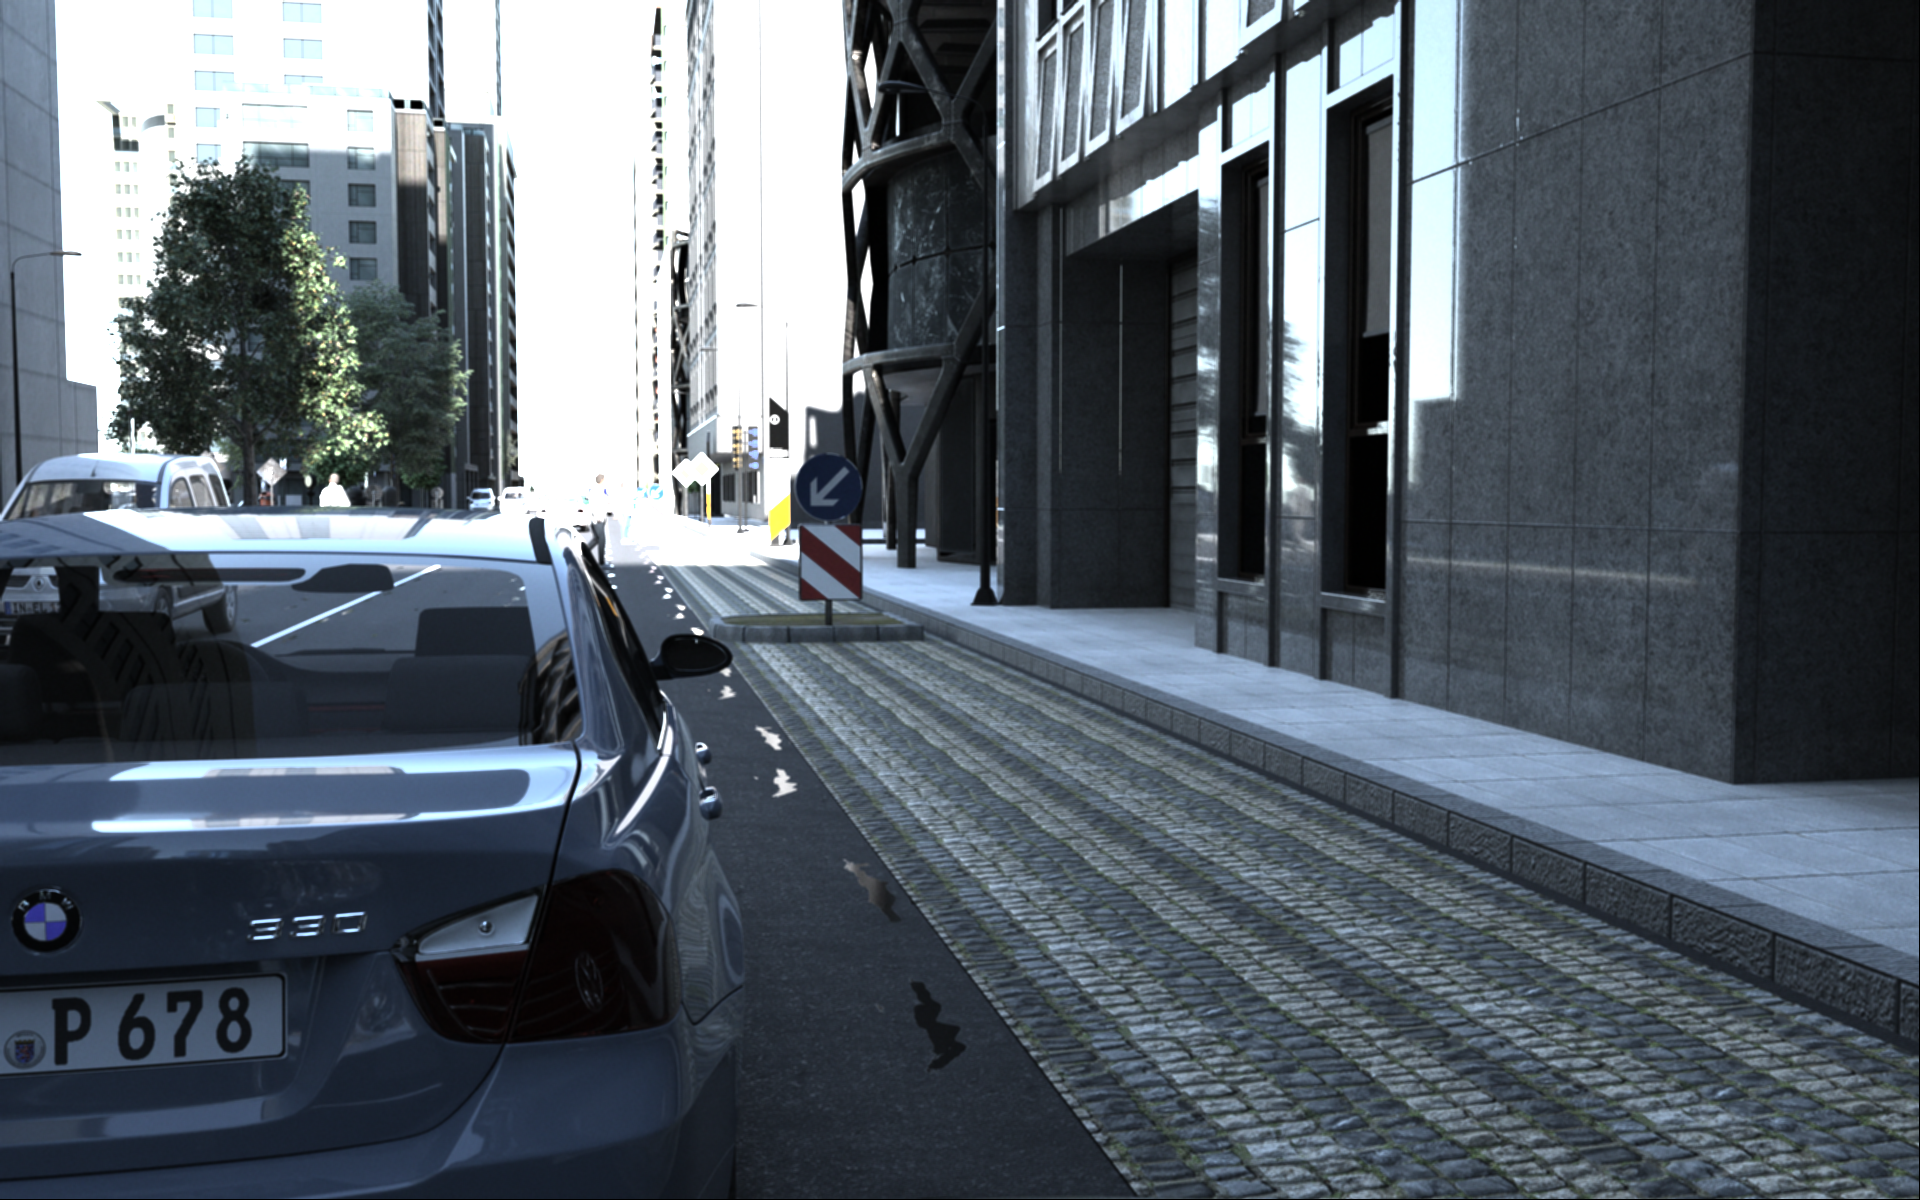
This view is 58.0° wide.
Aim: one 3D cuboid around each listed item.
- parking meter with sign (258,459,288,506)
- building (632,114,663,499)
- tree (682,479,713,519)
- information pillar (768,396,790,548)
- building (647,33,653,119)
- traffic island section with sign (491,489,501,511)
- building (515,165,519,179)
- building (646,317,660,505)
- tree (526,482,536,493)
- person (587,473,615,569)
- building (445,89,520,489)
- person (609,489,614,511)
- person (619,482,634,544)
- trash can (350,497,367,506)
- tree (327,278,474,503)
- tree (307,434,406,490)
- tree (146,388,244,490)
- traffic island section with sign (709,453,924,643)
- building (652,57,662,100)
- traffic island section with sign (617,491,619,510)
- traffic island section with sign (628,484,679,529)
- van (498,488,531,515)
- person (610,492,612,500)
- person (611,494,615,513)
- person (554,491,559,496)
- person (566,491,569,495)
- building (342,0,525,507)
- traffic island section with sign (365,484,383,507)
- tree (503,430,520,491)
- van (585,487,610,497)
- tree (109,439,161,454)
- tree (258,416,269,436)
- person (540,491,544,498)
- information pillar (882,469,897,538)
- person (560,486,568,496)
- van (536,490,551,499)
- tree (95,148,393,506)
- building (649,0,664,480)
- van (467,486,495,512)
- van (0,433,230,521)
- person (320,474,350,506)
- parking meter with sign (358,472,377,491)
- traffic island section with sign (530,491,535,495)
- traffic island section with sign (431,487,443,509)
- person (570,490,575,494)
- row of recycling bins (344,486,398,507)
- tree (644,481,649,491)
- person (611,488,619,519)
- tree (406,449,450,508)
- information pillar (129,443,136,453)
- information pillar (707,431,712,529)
[{"bbox_3d":[-33.512,-5.366,83.997,0.543,3.016,1.738,3,4,38],"label":"parking meter with sign"},{"bbox_3d":[-30.254,-36.427,219.286,21.300,48.544,21.600,-1,4,-12],"label":"building"},{"bbox_3d":[-13.590,-5.767,88.889,1.663,3.219,1.824,0,3,0],"label":"tree"},{"bbox_3d":[-4.340,-3.065,41.467,0.504,3.616,0.183,0,4,-1],"label":"information pillar"},{"bbox_3d":[-40.135,-50.896,270.400,20.563,71.187,20.611,-1,4,-12],"label":"building"},{"bbox_3d":[-38.784,-8.278,143.981,1.989,1.847,2.006,-1,4,-12],"label":"traffic island section with sign"},{"bbox_3d":[-79.642,-40.648,253.836,28.713,52.752,27.495,-1,4,-12],"label":"building"},{"bbox_3d":[-19.213,-20.849,185.919,27.650,21.520,28.899,-1,4,-12],"label":"building"},{"bbox_3d":[-68.628,-17.279,277.109,1.663,3.219,1.824,0,3,0],"label":"tree"},{"bbox_3d":[-7.045,-1.525,33.286,0.795,1.843,0.661,-1,4,-9],"label":"person"},{"bbox_3d":[-65.288,-35.879,210.316,21.300,48.544,21.600,-1,4,-12],"label":"building"},{"bbox_3d":[-28.721,-8.226,142.981,0.705,1.826,1.348,-2,4,-28],"label":"person"},{"bbox_3d":[-9.652,-2.521,49.978,0.793,1.790,0.793,-1,4,-16],"label":"person"},{"bbox_3d":[-26.944,-4.039,77.690,0.748,1.137,0.748,0,3,0],"label":"trash can"},{"bbox_3d":[-33.229,-11.931,101.724,9.857,13.997,8.962,0,3,0],"label":"tree"},{"bbox_3d":[-28.923,-5.924,80.569,4.285,4.588,4.351,0,3,0],"label":"tree"},{"bbox_3d":[-41.370,-8.663,91.997,4.737,8.622,4.395,0,3,0],"label":"tree"},{"bbox_3d":[-1.524,-0.545,17.531,1.989,1.847,2.006,-1,4,-12],"label":"traffic island section with sign"},{"bbox_3d":[-34.158,-57.015,244.863,22.319,86.520,31.000,-1,4,-12],"label":"building"},{"bbox_3d":[-28.344,-8.504,147.666,1.989,1.847,2.006,-1,4,-12],"label":"traffic island section with sign"},{"bbox_3d":[-12.779,-3.889,72.215,1.989,1.847,2.006,-1,4,-12],"label":"traffic island section with sign"},{"bbox_3d":[-28.578,-6.374,111.222,2.013,2.044,4.112,-1,4,-12],"label":"van"},{"bbox_3d":[-35.681,-10.303,177.629,0.621,1.740,0.551,1,4,13],"label":"person"},{"bbox_3d":[-26.360,-7.367,132.166,0.599,1.433,0.991,1,4,14],"label":"person"},{"bbox_3d":[-48.272,-12.123,207.258,0.990,1.755,0.434,1,4,21],"label":"person"},{"bbox_3d":[-36.102,-9.116,158.351,0.742,1.727,0.445,0,4,2],"label":"person"},{"bbox_3d":[-69.213,-48.480,230.904,20.563,71.187,20.611,-1,4,-12],"label":"building"},{"bbox_3d":[-23.339,-3.695,69.046,1.989,1.847,2.006,-1,4,-12],"label":"traffic island section with sign"},{"bbox_3d":[-51.913,-15.040,196.258,4.360,8.622,3.978,0,3,0],"label":"tree"},{"bbox_3d":[-33.086,-9.401,158.083,2.240,2.365,5.245,-1,4,-12],"label":"van"},{"bbox_3d":[-48.869,-7.273,102.623,4.285,4.588,4.351,0,3,0],"label":"tree"},{"bbox_3d":[-48.314,-10.159,116.468,4.737,8.622,4.395,0,3,0],"label":"tree"},{"bbox_3d":[-38.244,-9.098,157.971,0.721,1.743,1.217,-3,5,-42],"label":"person"},{"bbox_3d":[-2.048,-2.807,50.385,0.304,2.012,0.304,2,4,28],"label":"information pillar"},{"bbox_3d":[-17.643,-4.214,77.505,0.767,1.812,0.694,-2,4,-24],"label":"person"},{"bbox_3d":[-45.210,-11.055,187.765,2.013,2.044,4.112,-1,4,-11],"label":"van"},{"bbox_3d":[-23.931,-8.611,57.802,9.611,12.733,9.660,0,3,0],"label":"tree"},{"bbox_3d":[-16.480,-30.686,156.338,22.147,44.769,28.867,-1,4,-12],"label":"building"},{"bbox_3d":[-34.997,-7.321,126.712,2.013,2.044,4.112,-1,4,-12],"label":"van"},{"bbox_3d":[-8.190,-0.590,16.654,2.013,2.044,4.112,-1,4,-10],"label":"van"},{"bbox_3d":[-12.140,-1.535,33.694,0.679,1.850,0.850,1,4,17],"label":"person"},{"bbox_3d":[-40.018,-7.330,116.099,1.738,3.016,0.543,-2,4,-28],"label":"parking meter with sign"},{"bbox_3d":[-55.606,-13.273,225.640,1.989,1.847,2.006,-1,4,-12],"label":"traffic island section with sign"},{"bbox_3d":[-28.792,-5.315,95.534,1.989,1.847,2.006,-1,4,-12],"label":"traffic island section with sign"},{"bbox_3d":[-34.653,-8.959,154.997,1.348,1.821,0.705,0,4,0],"label":"person"},{"bbox_3d":[-30.616,-5.007,88.977,3.534,1.692,1.069,0,4,3],"label":"row of recycling bins"},{"bbox_3d":[-36.852,-12.991,207.007,1.663,3.219,1.824,0,3,0],"label":"tree"},{"bbox_3d":[-19.987,-5.598,100.209,0.466,1.800,0.511,-3,5,-40],"label":"person"},{"bbox_3d":[-35.548,-8.012,114.709,4.285,4.588,4.351,0,3,0],"label":"tree"},{"bbox_3d":[-37.095,-5.283,77.726,0.504,3.616,0.183,3,5,41],"label":"information pillar"},{"bbox_3d":[-9.346,-4.469,64.427,0.183,3.616,0.504,0,4,-4],"label":"information pillar"}]
